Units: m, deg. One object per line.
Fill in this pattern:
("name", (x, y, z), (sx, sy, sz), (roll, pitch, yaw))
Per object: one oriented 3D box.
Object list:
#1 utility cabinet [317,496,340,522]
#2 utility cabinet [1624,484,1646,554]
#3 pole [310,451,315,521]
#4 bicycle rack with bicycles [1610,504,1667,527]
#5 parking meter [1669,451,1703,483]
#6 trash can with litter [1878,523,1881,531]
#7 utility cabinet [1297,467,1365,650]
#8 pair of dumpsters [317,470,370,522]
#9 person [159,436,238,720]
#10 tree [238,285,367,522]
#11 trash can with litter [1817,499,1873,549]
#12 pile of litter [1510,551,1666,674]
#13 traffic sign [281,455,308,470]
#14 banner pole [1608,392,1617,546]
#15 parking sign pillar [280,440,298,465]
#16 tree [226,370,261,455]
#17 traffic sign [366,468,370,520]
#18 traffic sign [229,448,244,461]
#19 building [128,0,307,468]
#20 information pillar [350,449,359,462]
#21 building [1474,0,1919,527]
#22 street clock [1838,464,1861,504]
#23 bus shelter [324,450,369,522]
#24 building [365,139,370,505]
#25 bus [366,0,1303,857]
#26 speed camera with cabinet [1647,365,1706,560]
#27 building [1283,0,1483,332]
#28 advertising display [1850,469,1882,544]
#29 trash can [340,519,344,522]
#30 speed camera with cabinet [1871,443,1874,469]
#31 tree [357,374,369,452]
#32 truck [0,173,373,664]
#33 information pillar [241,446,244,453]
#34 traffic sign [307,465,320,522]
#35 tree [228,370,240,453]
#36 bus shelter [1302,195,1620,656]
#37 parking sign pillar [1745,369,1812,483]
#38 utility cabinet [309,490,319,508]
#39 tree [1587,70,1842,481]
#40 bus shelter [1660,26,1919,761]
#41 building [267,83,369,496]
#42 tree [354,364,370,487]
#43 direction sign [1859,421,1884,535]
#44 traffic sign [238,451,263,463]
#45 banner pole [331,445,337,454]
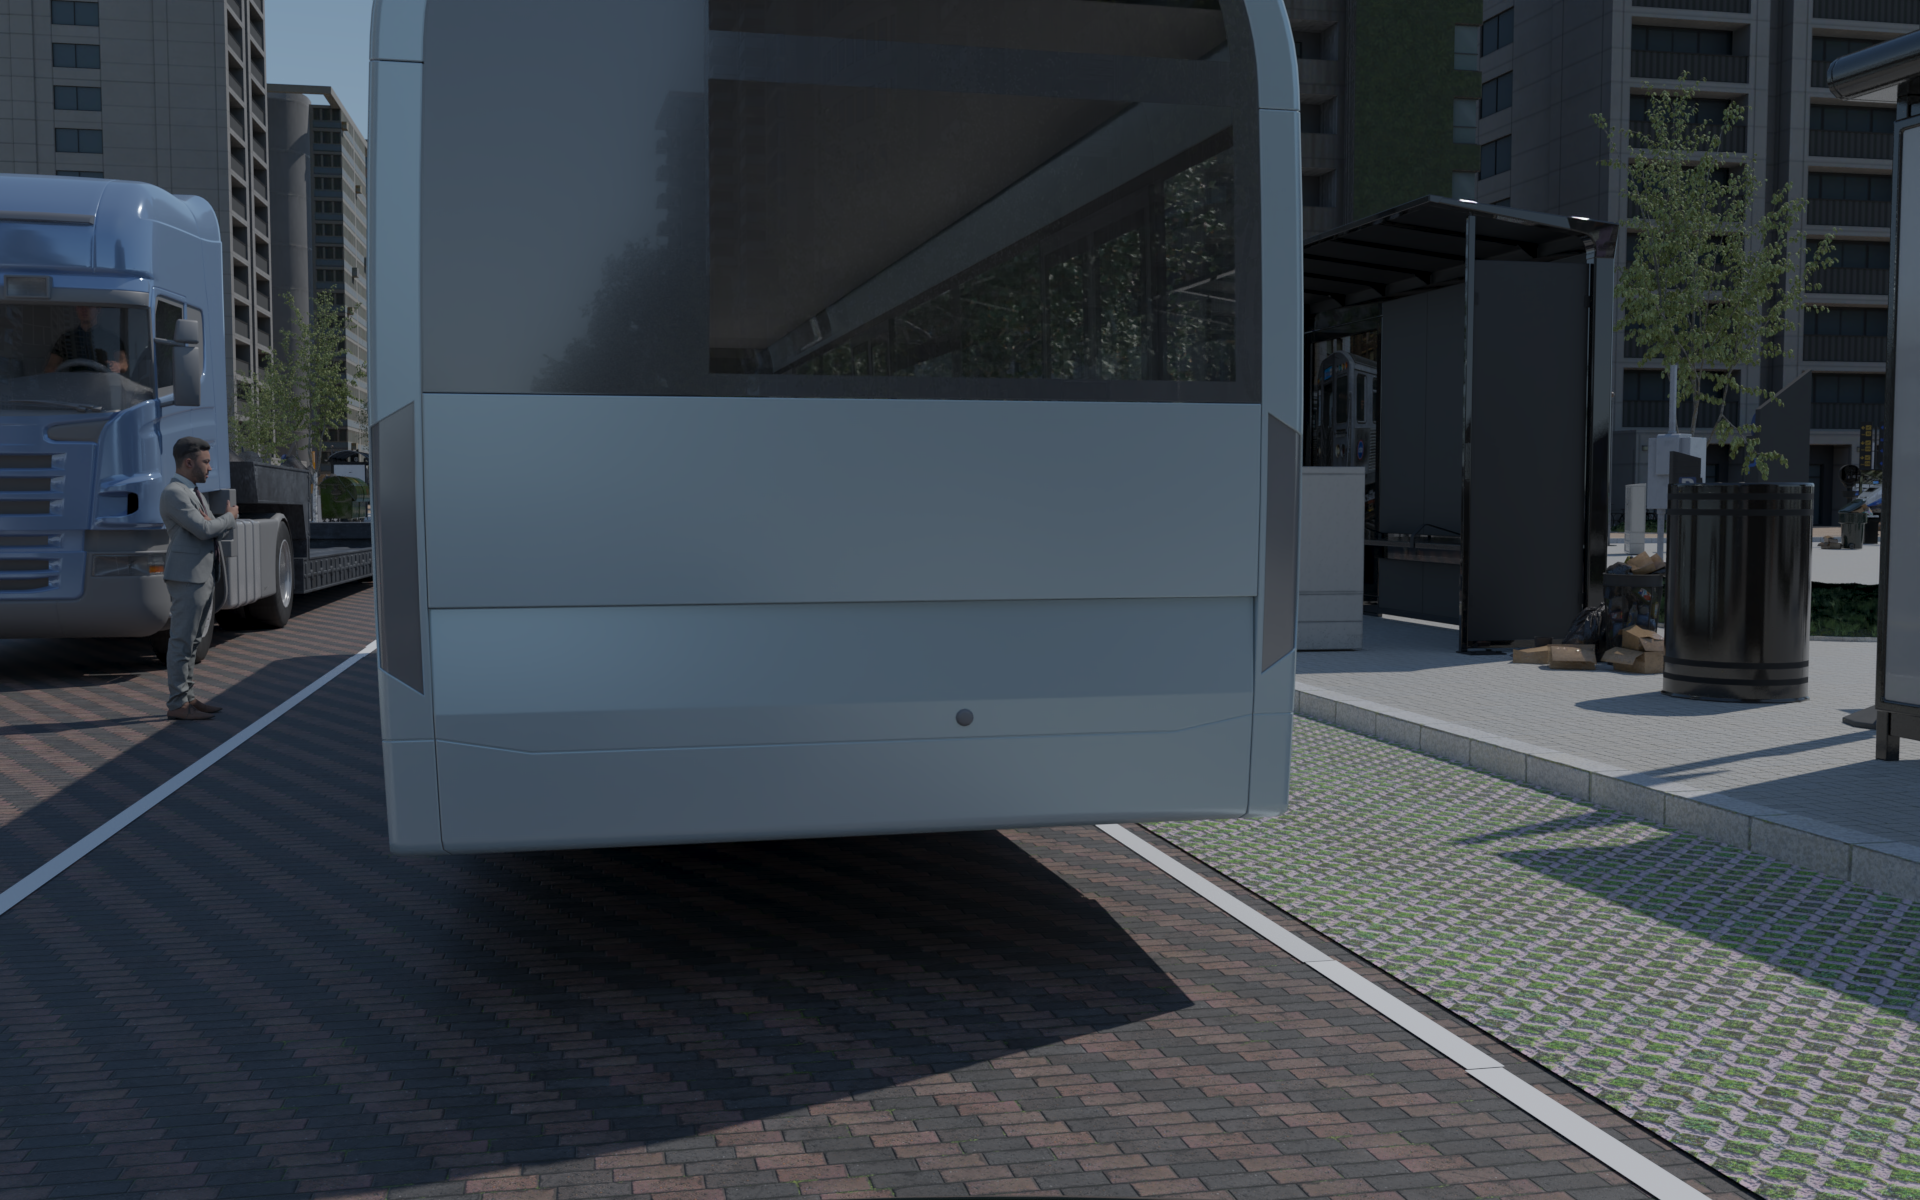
("utility cabinet", (-27.138, -3.860, 74.266), (0.306, 1.237, 1.020), (3, 5, 42))
("utility cabinet", (14.344, -1.722, 36.840), (0.318, 1.500, 1.173), (1, 4, 16))
("pole", (-30.931, -5.443, 82.830), (0.158, 3.312, 0.155), (0, 3, 0))
("bicycle rack with bicycles", (24.199, -2.975, 62.018), (2.852, 0.926, 2.925), (-1, 4, -10))
("parking meter", (9.858, -1.091, 23.552), (0.399, 1.863, 0.255), (0, 4, 8))
("trash can with litter", (32.179, -2.979, 60.100), (1.055, 1.170, 0.624), (1, 4, 18))
("utility cabinet", (2.677, -0.333, 14.131), (1.173, 1.500, 0.318), (-1, 4, -9))
("pair of dumpsters", (-24.285, -4.021, 68.230), (1.574, 2.255, 4.437), (-1, 4, -12))
("person", (-4.873, -0.149, 11.121), (0.466, 1.800, 0.511), (-2, 4, -25))
("tree", (-22.864, -6.771, 61.067), (4.737, 8.622, 4.395), (0, 3, 0))
("trash can with litter", (20.528, -1.761, 40.187), (1.055, 1.170, 0.624), (-1, 4, -9))
("pile of litter", (4.856, 0.071, 12.798), (1.176, 0.858, 1.719), (-1, 4, -19))
("traffic sign", (-16.983, -2.475, 44.101), (0.795, 2.450, 0.064), (-1, 4, -12))
("banner pole", (16.088, -3.230, 42.831), (0.401, 3.779, 0.863), (1, 4, 23))
("parking sign pillar", (-32.661, -5.866, 84.377), (1.447, 3.967, 1.447), (0, 4, -2))
("tree", (-44.225, -9.396, 103.994), (4.360, 8.622, 3.978), (0, 3, 0))
("traffic sign", (-29.578, -5.283, 86.383), (0.884, 2.594, 0.081), (0, 4, -3))
("traffic sign", (-15.323, -1.997, 36.290), (0.795, 2.450, 0.064), (-1, 4, -12))
("building", (-58.139, -41.800, 121.684), (20.563, 71.187, 20.611), (-1, 4, -12))
("information pillar", (-31.095, -5.973, 89.017), (0.183, 3.616, 0.504), (3, 5, 42))
("building", (33.635, -38.998, 75.875), (20.611, 71.187, 20.563), (-1, 4, -12))
("street clock", (21.760, -2.315, 42.416), (0.471, 2.002, 0.358), (1, 4, 17))
("bus shelter", (-28.616, -5.388, 82.016), (2.014, 3.302, 5.546), (-1, 4, -12))
("building", (-76.125, -34.332, 215.952), (28.867, 44.769, 22.147), (-1, 4, -12))
("bus", (-1.784, -0.994, 11.111), (2.948, 3.499, 13.247), (-1, 4, -13))
("speed camera with cabinet", (11.550, -1.954, 26.287), (0.660, 3.252, 2.038), (-3, 5, -42))
("building", (10.076, -17.999, 65.992), (14.107, 30.474, 14.160), (-1, 4, -12))
("advertising display", (23.389, -2.401, 44.474), (0.974, 1.923, 0.123), (1, 4, 16))
("trash can", (-27.310, -3.926, 75.844), (0.748, 1.137, 0.748), (0, 3, 0))
("speed camera with cabinet", (35.794, -4.426, 66.706), (2.038, 3.252, 0.660), (1, 4, 12))
("tree", (-34.318, -11.903, 111.623), (9.611, 12.733, 9.660), (0, 3, 0))
("truck", (-9.015, -1.923, 21.202), (2.967, 4.110, 18.799), (-1, 4, -12))
("information pillar", (-34.846, -5.681, 84.235), (0.183, 3.616, 0.504), (-2, 4, -30))
("traffic sign", (-25.737, -4.126, 68.642), (0.795, 2.450, 0.064), (0, 4, -8))
("tree", (-39.467, -9.017, 97.785), (4.737, 8.622, 4.395), (0, 3, 0))
("bus shelter", (3.888, -1.564, 16.851), (1.731, 3.624, 6.357), (-1, 4, -12))
("parking sign pillar", (17.677, -2.996, 37.462), (1.447, 3.967, 1.447), (-1, 4, -15))
("utility cabinet", (-33.221, -4.856, 88.066), (1.173, 1.500, 0.318), (-2, 4, -31))
("tree", (12.861, -4.894, 30.378), (4.737, 8.622, 4.395), (0, 3, 0))
("bus shelter", (5.509, -1.794, 6.964), (2.179, 5.291, 8.768), (-1, 4, -12))
("building", (-67.649, -28.640, 160.145), (23.993, 40.220, 32.217), (-1, 4, -12))
("tree", (-30.450, -8.705, 92.684), (4.360, 8.622, 3.978), (0, 3, 0))
("direction sign", (28.521, -3.793, 54.017), (0.876, 3.537, 0.379), (2, 4, 30))
("traffic sign", (-20.949, -3.116, 51.057), (0.768, 2.556, 0.104), (-1, 4, -12))
("banner pole", (-31.988, -6.047, 88.891), (0.863, 3.779, 0.401), (1, 4, 16))
